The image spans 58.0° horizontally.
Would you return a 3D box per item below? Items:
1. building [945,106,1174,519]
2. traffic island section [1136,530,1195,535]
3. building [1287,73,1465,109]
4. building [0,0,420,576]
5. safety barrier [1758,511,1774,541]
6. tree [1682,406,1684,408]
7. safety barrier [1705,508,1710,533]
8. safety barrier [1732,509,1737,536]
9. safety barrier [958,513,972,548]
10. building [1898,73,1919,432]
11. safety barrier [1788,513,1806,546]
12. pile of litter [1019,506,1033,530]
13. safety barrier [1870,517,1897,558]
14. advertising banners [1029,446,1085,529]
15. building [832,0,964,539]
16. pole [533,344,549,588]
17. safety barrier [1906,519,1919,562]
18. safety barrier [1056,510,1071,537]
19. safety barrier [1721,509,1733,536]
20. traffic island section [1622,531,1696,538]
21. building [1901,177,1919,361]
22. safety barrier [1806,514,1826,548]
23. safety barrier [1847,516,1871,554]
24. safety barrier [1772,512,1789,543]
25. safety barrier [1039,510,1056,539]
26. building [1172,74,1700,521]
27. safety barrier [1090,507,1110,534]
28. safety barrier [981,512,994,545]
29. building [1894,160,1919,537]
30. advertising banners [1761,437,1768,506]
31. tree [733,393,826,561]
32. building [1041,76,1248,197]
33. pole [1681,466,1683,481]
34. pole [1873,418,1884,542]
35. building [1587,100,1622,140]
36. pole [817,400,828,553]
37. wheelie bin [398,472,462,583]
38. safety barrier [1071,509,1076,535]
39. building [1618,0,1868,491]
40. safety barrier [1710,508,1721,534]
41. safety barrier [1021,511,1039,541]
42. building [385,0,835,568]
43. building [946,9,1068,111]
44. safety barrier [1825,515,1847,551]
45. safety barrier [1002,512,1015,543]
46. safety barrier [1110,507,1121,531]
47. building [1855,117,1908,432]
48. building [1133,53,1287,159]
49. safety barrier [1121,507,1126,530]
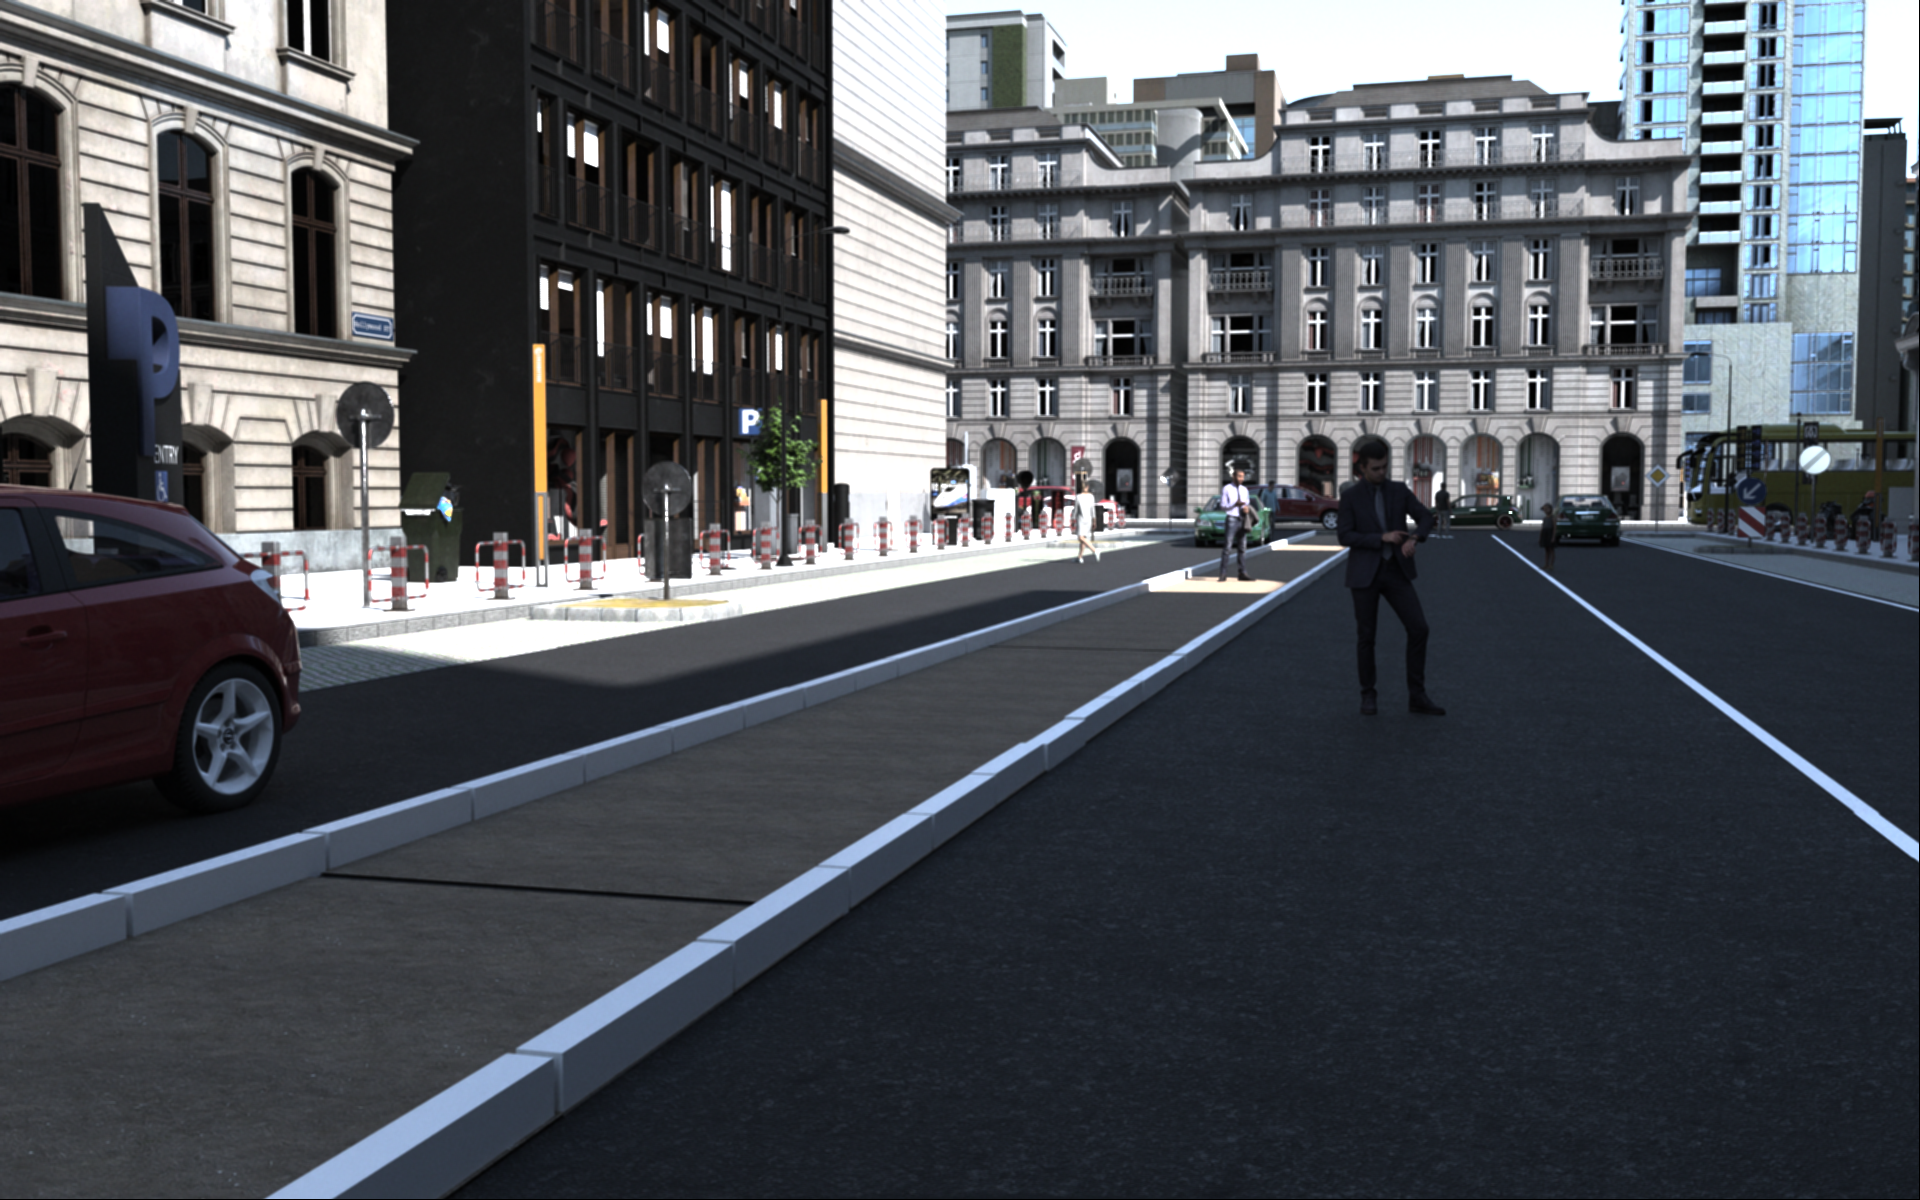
[{"bbox_3d":[1.037,-15.547,95.997,24.055,21.916,13.314,1,4,15],"label":"building"},{"bbox_3d":[7.505,-2.429,61.993,2.009,0.180,2.903,1,4,15],"label":"traffic island section"},{"bbox_3d":[59.386,-43.230,248.805,28.212,58.520,21.231,1,4,15],"label":"building"},{"bbox_3d":[-19.196,-11.965,14.715,14.460,24.649,34.723,1,4,15],"label":"building"},{"bbox_3d":[22.105,-2.017,47.248,0.300,0.817,1.120,1,4,15],"label":"safety barrier"},{"bbox_3d":[37.422,-8.845,94.978,4.360,8.622,3.978,0,3,0],"label":"tree"},{"bbox_3d":[24.944,-2.648,57.569,0.300,0.817,1.120,1,4,15],"label":"safety barrier"},{"bbox_3d":[23.242,-2.269,51.371,0.300,0.817,1.120,1,4,15],"label":"safety barrier"},{"bbox_3d":[0.128,-1.668,41.555,0.300,0.817,1.120,1,4,15],"label":"safety barrier"},{"bbox_3d":[115.950,-53.052,180.074,31.000,86.520,22.319,1,4,15],"label":"building"},{"bbox_3d":[20.975,-1.765,43.132,0.300,0.817,1.120,1,4,15],"label":"safety barrier"},{"bbox_3d":[1.909,-2.935,61.948,1.719,0.858,1.176,-3,4,-38],"label":"pile of litter"},{"bbox_3d":[18.704,-1.261,34.887,0.300,0.817,1.120,1,4,15],"label":"safety barrier"},{"bbox_3d":[3.529,-4.087,63.006,2.074,3.025,0.090,0,4,-6],"label":"advertising banners"},{"bbox_3d":[-12.716,-16.386,55.305,23.554,28.519,14.401,1,4,15],"label":"building"},{"bbox_3d":[-5.735,-1.826,23.692,0.158,3.312,0.155,0,3,0],"label":"pole"},{"bbox_3d":[18.140,-1.135,32.829,0.300,0.817,1.120,1,4,15],"label":"safety barrier"},{"bbox_3d":[2.976,-2.301,51.895,0.300,0.817,1.120,1,4,15],"label":"safety barrier"},{"bbox_3d":[23.809,-2.395,53.441,0.300,0.817,1.120,1,4,15],"label":"safety barrier"},{"bbox_3d":[23.213,-2.165,57.681,2.009,0.180,2.903,1,4,15],"label":"traffic island section"},{"bbox_3d":[113.465,-35.471,234.577,28.867,44.769,22.147,1,4,15],"label":"building"},{"bbox_3d":[20.408,-1.639,41.075,0.300,0.817,1.120,1,4,15],"label":"safety barrier"},{"bbox_3d":[19.273,-1.387,36.948,0.300,0.817,1.120,1,4,15],"label":"safety barrier"},{"bbox_3d":[21.538,-1.891,45.191,0.300,0.817,1.120,1,4,15],"label":"safety barrier"},{"bbox_3d":[2.412,-2.175,49.832,0.300,0.817,1.120,1,4,15],"label":"safety barrier"},{"bbox_3d":[24.095,-15.128,89.136,24.055,21.916,13.314,1,4,15],"label":"building"},{"bbox_3d":[4.681,-2.679,58.074,0.300,0.817,1.120,1,4,15],"label":"safety barrier"},{"bbox_3d":[0.702,-1.795,43.625,0.300,0.817,1.120,1,4,15],"label":"safety barrier"},{"bbox_3d":[31.689,-15.525,39.739,13.634,28.700,20.117,1,4,15],"label":"building"},{"bbox_3d":[24.935,-3.518,53.700,0.090,3.025,2.074,1,4,23],"label":"advertising banners"},{"bbox_3d":[-3.482,-2.368,33.313,1.663,3.219,1.824,0,3,0],"label":"tree"},{"bbox_3d":[13.694,-28.964,165.449,32.217,40.220,23.993,1,4,15],"label":"building"},{"bbox_3d":[52.374,-8.073,125.840,0.158,3.312,0.155,0,3,0],"label":"pole"},{"bbox_3d":[24.575,-3.210,46.331,0.158,3.312,0.155,0,3,0],"label":"pole"},{"bbox_3d":[71.534,-30.494,182.170,14.154,41.232,14.086,1,4,15],"label":"building"},{"bbox_3d":[-2.978,-2.670,37.499,0.158,3.312,0.155,0,3,0],"label":"pole"},{"bbox_3d":[-8.002,-1.127,26.342,0.980,1.594,0.693,2,4,31],"label":"wheelie bin"},{"bbox_3d":[3.544,-2.427,53.952,0.300,0.817,1.120,1,4,15],"label":"safety barrier"},{"bbox_3d":[69.375,-51.689,157.786,22.319,86.520,31.000,1,4,15],"label":"building"},{"bbox_3d":[24.376,-2.521,55.499,0.300,0.817,1.120,1,4,15],"label":"safety barrier"},{"bbox_3d":[1.840,-2.048,47.766,0.300,0.817,1.120,1,4,15],"label":"safety barrier"},{"bbox_3d":[-11.308,-12.788,38.757,12.332,23.373,15.834,1,4,15],"label":"building"},{"bbox_3d":[-1.631,-41.044,213.066,28.212,58.520,21.231,1,4,15],"label":"building"},{"bbox_3d":[19.843,-1.513,39.017,0.300,0.817,1.120,1,4,15],"label":"safety barrier"},{"bbox_3d":[1.279,-1.922,45.707,0.300,0.817,1.120,1,4,15],"label":"safety barrier"},{"bbox_3d":[5.243,-2.805,60.133,0.300,0.817,1.120,1,4,15],"label":"safety barrier"},{"bbox_3d":[94.787,-31.063,191.477,14.086,41.232,14.154,1,4,15],"label":"building"},{"bbox_3d":[26.426,-32.505,181.569,14.600,45.320,14.200,1,4,15],"label":"building"},{"bbox_3d":[5.813,-2.931,62.193,0.300,0.817,1.120,1,4,15],"label":"safety barrier"}]
